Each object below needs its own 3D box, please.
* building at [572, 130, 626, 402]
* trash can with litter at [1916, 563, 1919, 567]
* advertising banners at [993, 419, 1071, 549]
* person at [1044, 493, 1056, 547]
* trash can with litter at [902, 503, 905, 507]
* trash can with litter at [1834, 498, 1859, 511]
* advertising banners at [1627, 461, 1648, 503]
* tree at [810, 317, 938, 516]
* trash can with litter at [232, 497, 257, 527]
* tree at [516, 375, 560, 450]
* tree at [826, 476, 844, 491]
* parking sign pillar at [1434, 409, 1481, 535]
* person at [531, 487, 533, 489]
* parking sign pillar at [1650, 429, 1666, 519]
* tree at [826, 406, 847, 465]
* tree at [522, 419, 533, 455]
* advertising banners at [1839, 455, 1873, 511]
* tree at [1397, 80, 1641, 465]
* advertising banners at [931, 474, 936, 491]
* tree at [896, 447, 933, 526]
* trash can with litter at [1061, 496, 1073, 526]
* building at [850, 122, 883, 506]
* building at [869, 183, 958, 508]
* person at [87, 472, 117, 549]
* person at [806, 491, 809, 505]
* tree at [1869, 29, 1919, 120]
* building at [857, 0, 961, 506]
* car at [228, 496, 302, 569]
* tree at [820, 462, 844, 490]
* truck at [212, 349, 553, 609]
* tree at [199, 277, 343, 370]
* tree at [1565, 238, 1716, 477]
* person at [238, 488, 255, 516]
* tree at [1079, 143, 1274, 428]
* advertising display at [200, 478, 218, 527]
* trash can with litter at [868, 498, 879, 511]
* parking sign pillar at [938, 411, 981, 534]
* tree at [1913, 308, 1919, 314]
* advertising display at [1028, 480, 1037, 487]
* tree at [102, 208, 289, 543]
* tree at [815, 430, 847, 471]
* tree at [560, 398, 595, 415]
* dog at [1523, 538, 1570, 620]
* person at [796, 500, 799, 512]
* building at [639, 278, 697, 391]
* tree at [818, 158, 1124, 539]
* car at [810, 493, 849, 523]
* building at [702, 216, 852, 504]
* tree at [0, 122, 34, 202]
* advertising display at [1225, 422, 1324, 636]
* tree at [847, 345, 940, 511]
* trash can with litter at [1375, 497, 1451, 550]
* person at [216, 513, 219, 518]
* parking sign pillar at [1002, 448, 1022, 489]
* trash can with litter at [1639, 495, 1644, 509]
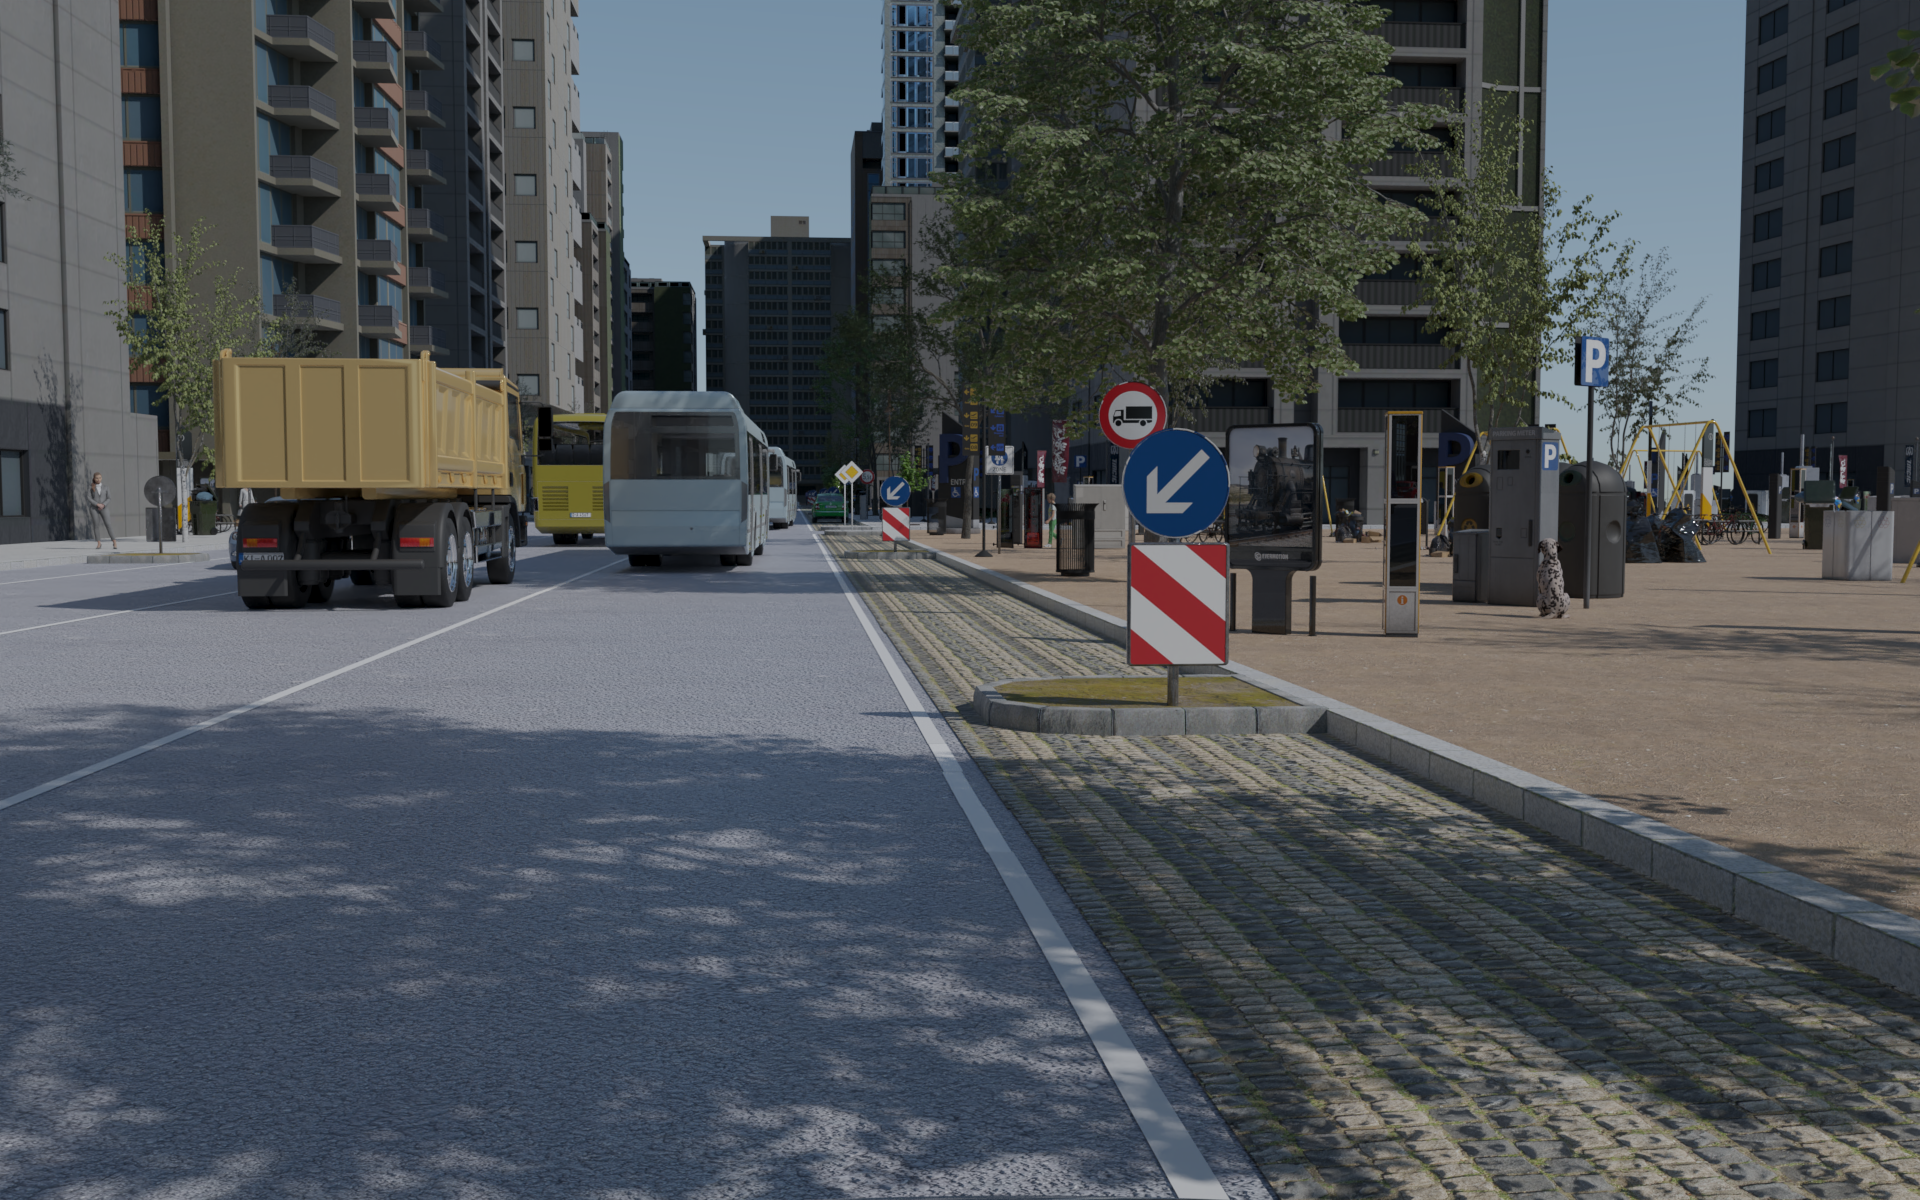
[{"bbox_3d":[-44.384,-30.939,189.454,14.154,41.232,14.086,0,4,-6],"label":"building"},{"bbox_3d":[17.594,-1.163,30.072,2.233,1.210,1.678,-1,4,-11],"label":"trash can with litter"},{"bbox_3d":[1.705,-2.732,40.848,2.074,3.025,0.090,2,4,30],"label":"advertising banners"},{"bbox_3d":[2.272,-1.939,42.001,0.590,1.304,0.306,-2,4,-33],"label":"person"},{"bbox_3d":[-3.329,-6.090,110.955,1.055,1.170,0.624,-3,5,-41],"label":"trash can with litter"},{"bbox_3d":[23.085,-2.035,44.655,0.624,1.170,1.055,-3,4,-36],"label":"trash can with litter"},{"bbox_3d":[35.914,-5.846,91.770,0.090,3.025,2.074,-1,4,-12],"label":"advertising banners"},{"bbox_3d":[-5.169,-10.791,102.194,9.928,11.665,9.643,0,3,0],"label":"tree"},{"bbox_3d":[-28.015,-3.455,67.873,1.055,1.170,0.624,-1,4,-20],"label":"trash can with litter"},{"bbox_3d":[-27.568,-9.537,106.297,4.360,8.622,3.978,0,3,0],"label":"tree"},{"bbox_3d":[-13.020,-11.482,182.339,1.663,3.219,1.824,0,3,0],"label":"tree"},{"bbox_3d":[15.742,-4.049,54.680,1.447,3.967,1.447,3,5,41],"label":"parking sign pillar"},{"bbox_3d":[-27.794,-6.504,112.958,0.524,1.755,0.480,1,4,19],"label":"person"},{"bbox_3d":[28.846,-5.089,71.673,1.447,3.967,1.447,2,4,31],"label":"parking sign pillar"},{"bbox_3d":[-8.191,-11.170,132.991,4.360,8.622,3.978,0,3,0],"label":"tree"},{"bbox_3d":[-34.858,-11.117,132.130,4.737,8.622,4.395,0,3,0],"label":"tree"},{"bbox_3d":[40.311,-5.005,78.018,2.074,3.025,0.090,-1,4,-21],"label":"advertising banners"},{"bbox_3d":[9.629,-4.944,31.195,4.737,8.622,4.395,0,3,0],"label":"tree"},{"bbox_3d":[-2.855,-8.968,142.811,2.074,3.025,0.090,-2,4,-27],"label":"advertising banners"},{"bbox_3d":[-2.206,-4.663,70.838,1.663,3.219,1.824,0,3,0],"label":"tree"},{"bbox_3d":[4.924,-3.664,70.966,1.678,1.210,2.233,3,5,42],"label":"trash can with litter"},{"bbox_3d":[-6.019,-34.221,209.623,14.600,45.320,14.200,0,4,-6],"label":"building"},{"bbox_3d":[-1.710,-24.068,165.212,14.160,30.474,14.107,0,4,-6],"label":"building"},{"bbox_3d":[-19.945,-2.076,40.252,0.573,1.790,0.520,3,5,40],"label":"person"},{"bbox_3d":[-18.353,-12.291,209.327,0.599,1.838,0.709,-1,4,-11],"label":"person"},{"bbox_3d":[4.194,-5.209,3.292,7.486,12.596,7.792,0,3,0],"label":"tree"},{"bbox_3d":[0.404,-53.435,186.327,22.319,86.520,31.000,0,4,-6],"label":"building"},{"bbox_3d":[-13.160,-1.383,34.615,2.014,1.417,4.499,0,4,-6],"label":"car"},{"bbox_3d":[-12.489,-11.712,175.210,4.285,4.588,4.351,0,3,0],"label":"tree"},{"bbox_3d":[-8.104,-1.797,25.308,3.469,3.379,9.791,0,4,-7],"label":"truck"},{"bbox_3d":[-22.960,-6.582,57.978,4.360,8.622,3.978,0,3,0],"label":"tree"},{"bbox_3d":[19.630,-6.144,50.809,4.360,8.622,3.978,0,3,0],"label":"tree"},{"bbox_3d":[-27.131,-3.643,65.958,0.694,1.780,0.624,-3,4,-36],"label":"person"},{"bbox_3d":[4.362,-5.270,36.534,4.360,8.622,3.978,0,3,0],"label":"tree"},{"bbox_3d":[-29.715,-3.873,68.534,0.974,1.923,0.123,2,4,31],"label":"advertising display"},{"bbox_3d":[-6.609,-7.237,129.719,1.055,1.170,0.624,-1,4,-13],"label":"trash can with litter"},{"bbox_3d":[-0.045,-4.126,55.939,1.447,3.967,1.447,2,4,28],"label":"parking sign pillar"},{"bbox_3d":[26.874,-5.753,44.425,4.737,8.622,4.395,0,3,0],"label":"tree"},{"bbox_3d":[3.091,-4.450,77.965,0.974,1.923,0.123,-3,4,-39],"label":"advertising display"},{"bbox_3d":[-20.249,-5.820,45.524,4.737,8.622,4.395,0,3,0],"label":"tree"},{"bbox_3d":[-14.180,-14.900,193.977,4.737,8.622,4.395,0,3,0],"label":"tree"},{"bbox_3d":[-29.020,-11.165,132.907,4.360,8.622,3.978,0,3,0],"label":"tree"},{"bbox_3d":[6.046,-0.218,17.944,0.800,0.831,0.513,-3,5,-40],"label":"dog"},{"bbox_3d":[-13.177,-7.895,137.936,0.694,1.780,0.624,-3,5,-45],"label":"person"},{"bbox_3d":[-42.895,-28.323,234.780,14.107,30.474,14.160,0,4,-6],"label":"building"},{"bbox_3d":[0.199,-7.009,49.014,8.767,10.594,7.601,-1,4,-9],"label":"tree"},{"bbox_3d":[-6.486,-4.734,86.189,1.959,1.807,4.718,0,4,-6],"label":"car"},{"bbox_3d":[-23.988,-33.818,244.803,23.993,40.220,32.217,0,4,-6],"label":"building"},{"bbox_3d":[-19.617,-7.038,25.448,12.009,13.543,11.850,0,3,0],"label":"tree"},{"bbox_3d":[2.865,-0.652,15.876,0.974,1.923,0.123,3,5,42],"label":"advertising display"},{"bbox_3d":[-3.049,-8.153,83.658,4.360,8.622,3.978,0,3,0],"label":"tree"},{"bbox_3d":[10.799,-1.768,39.967,1.678,1.210,2.233,-2,4,-29],"label":"trash can with litter"},{"bbox_3d":[-26.103,-2.862,60.314,0.382,1.210,0.505,2,4,32],"label":"person"},{"bbox_3d":[3.066,-6.757,98.949,1.447,3.967,1.447,1,4,20],"label":"parking sign pillar"},{"bbox_3d":[35.155,-4.788,89.334,1.678,1.210,2.233,0,4,8],"label":"trash can with litter"}]
